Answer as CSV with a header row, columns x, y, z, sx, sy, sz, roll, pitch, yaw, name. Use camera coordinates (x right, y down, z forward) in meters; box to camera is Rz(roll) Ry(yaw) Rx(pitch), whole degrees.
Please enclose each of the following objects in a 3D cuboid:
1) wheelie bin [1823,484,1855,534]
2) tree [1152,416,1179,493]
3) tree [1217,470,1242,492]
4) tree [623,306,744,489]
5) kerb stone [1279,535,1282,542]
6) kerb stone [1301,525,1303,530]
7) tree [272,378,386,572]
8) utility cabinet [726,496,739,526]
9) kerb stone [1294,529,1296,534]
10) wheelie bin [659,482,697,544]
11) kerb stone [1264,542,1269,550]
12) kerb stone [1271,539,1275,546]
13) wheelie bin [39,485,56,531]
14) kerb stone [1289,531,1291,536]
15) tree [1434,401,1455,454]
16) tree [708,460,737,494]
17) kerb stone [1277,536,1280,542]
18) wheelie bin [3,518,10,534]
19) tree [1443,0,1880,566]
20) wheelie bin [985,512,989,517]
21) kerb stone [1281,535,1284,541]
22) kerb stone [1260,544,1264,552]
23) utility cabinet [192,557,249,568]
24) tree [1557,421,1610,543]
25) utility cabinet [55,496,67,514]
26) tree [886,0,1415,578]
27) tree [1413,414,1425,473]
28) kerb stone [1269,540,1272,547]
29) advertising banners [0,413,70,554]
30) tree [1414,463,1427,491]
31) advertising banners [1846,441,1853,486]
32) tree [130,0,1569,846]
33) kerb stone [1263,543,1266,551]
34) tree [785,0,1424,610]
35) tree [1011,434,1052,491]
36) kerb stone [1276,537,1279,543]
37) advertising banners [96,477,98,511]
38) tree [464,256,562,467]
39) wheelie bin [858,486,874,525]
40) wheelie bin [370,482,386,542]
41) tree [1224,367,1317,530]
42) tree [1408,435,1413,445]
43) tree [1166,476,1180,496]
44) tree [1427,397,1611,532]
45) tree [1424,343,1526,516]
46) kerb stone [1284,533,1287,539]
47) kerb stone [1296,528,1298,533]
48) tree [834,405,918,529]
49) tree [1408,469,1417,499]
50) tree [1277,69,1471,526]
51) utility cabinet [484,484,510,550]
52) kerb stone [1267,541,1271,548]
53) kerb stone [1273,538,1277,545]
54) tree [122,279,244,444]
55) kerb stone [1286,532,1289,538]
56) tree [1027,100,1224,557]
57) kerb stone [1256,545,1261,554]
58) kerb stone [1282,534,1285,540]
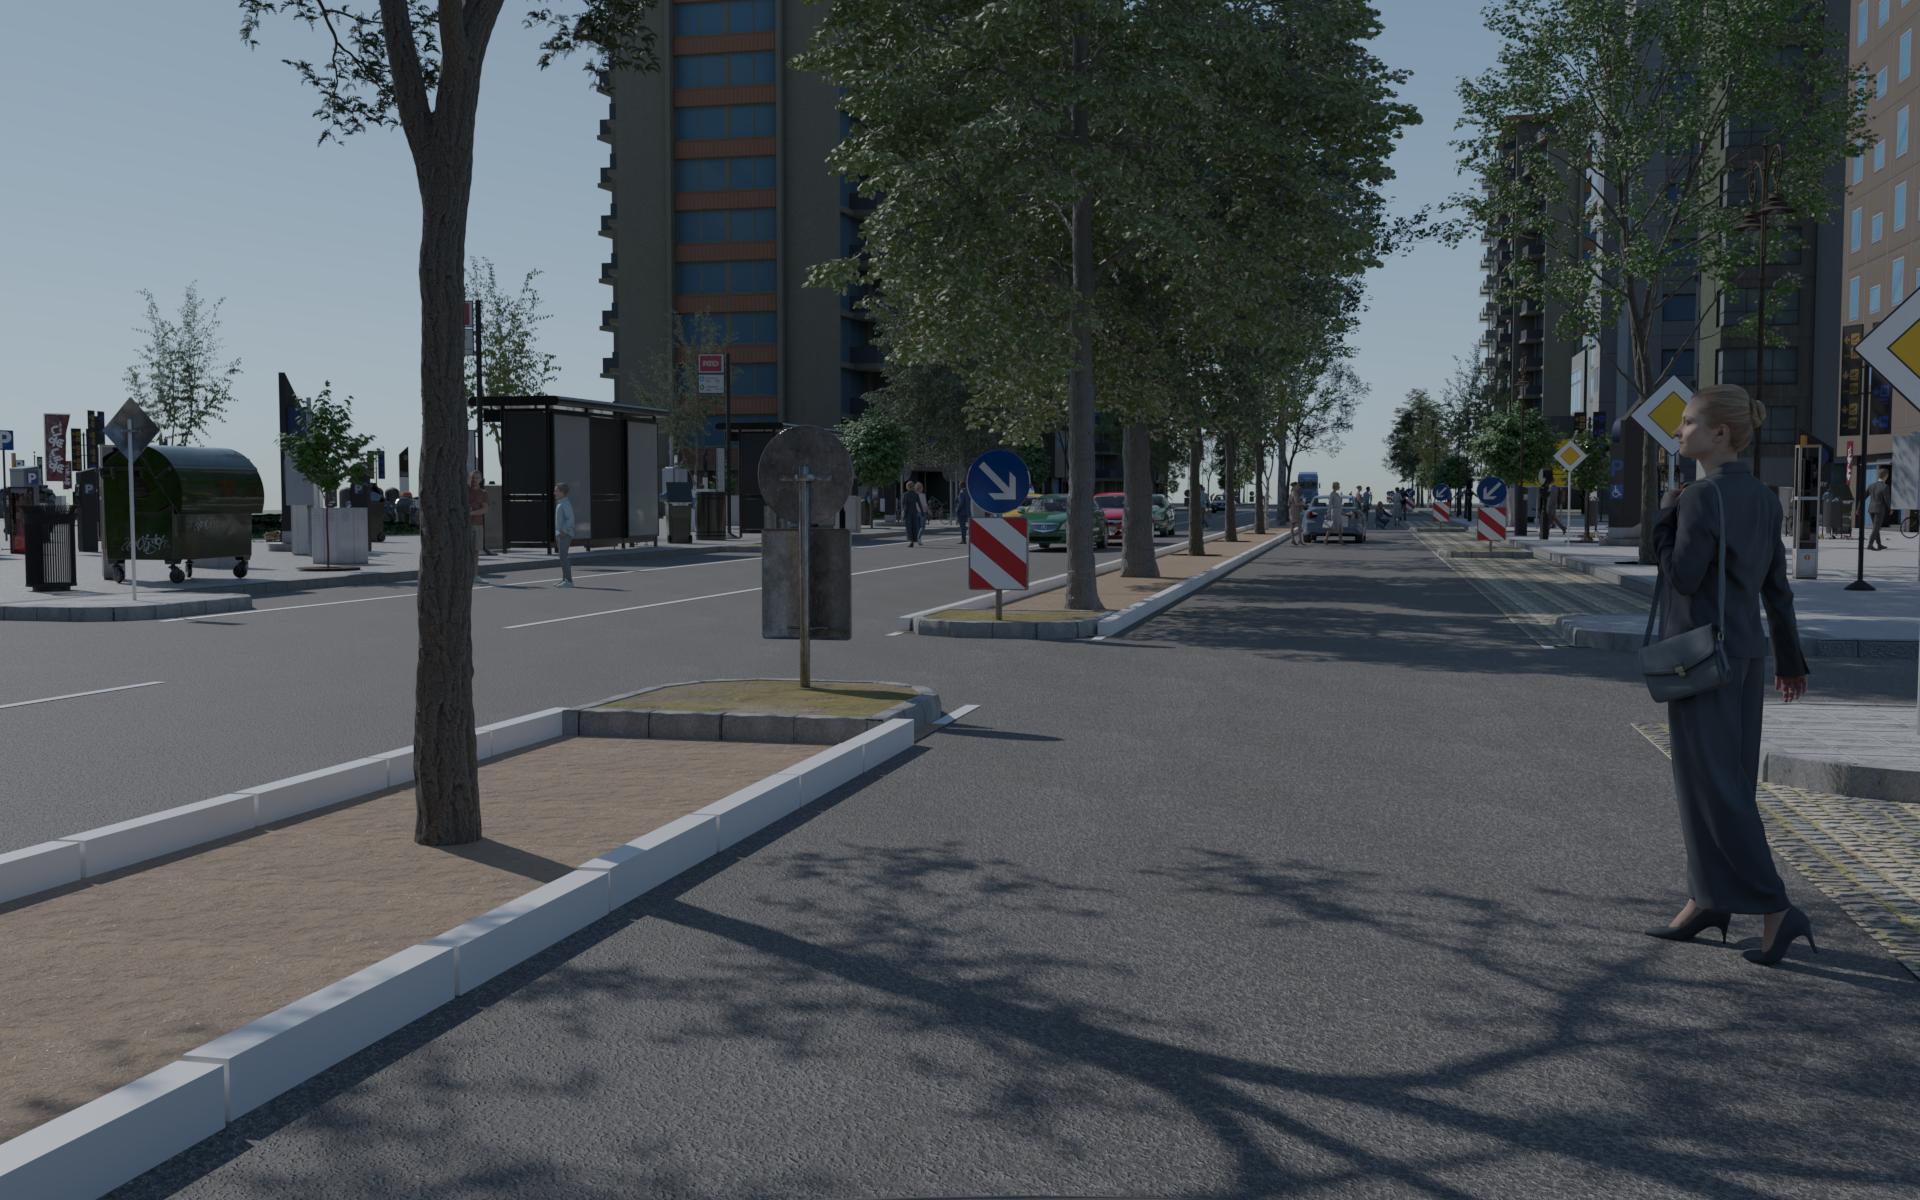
x,y,z,sx,sy,sz,roll,pitch,yaw,name
28.240,-2.926,55.751,0.980,1.594,0.693,0,4,-2,wheelie bin
17.642,-12.268,150.938,4.737,8.622,4.395,0,3,0,tree
33.460,-14.181,215.573,4.285,4.588,4.351,0,3,0,tree
-10.542,-7.146,67.194,4.360,8.622,3.978,0,3,0,tree
9.306,-1.748,50.878,0.120,0.150,1.000,1,4,13,kerb stone
13.058,-2.725,66.844,0.120,0.150,1.000,1,4,13,kerb stone
-10.495,-2.108,29.069,1.663,3.219,1.824,0,3,0,tree
-9.266,-3.606,70.126,1.020,1.237,0.306,0,4,1,utility cabinet
11.428,-2.297,59.848,0.120,0.150,1.000,1,4,13,kerb stone
-7.351,-2.271,45.036,0.980,1.594,0.693,-1,4,-18,wheelie bin
7.672,-1.328,43.906,0.120,0.150,1.000,1,4,13,kerb stone
8.372,-1.508,46.894,0.120,0.150,1.000,1,4,13,kerb stone
-31.148,-3.114,58.824,0.693,1.594,0.980,1,4,9,wheelie bin
10.709,-2.119,56.848,0.120,0.150,1.000,1,4,13,kerb stone
49.278,-16.327,185.080,7.486,12.596,7.792,0,3,0,tree
-12.903,-6.205,96.059,1.663,3.219,1.824,0,3,0,tree
9.066,-1.693,49.884,0.120,0.150,1.000,1,4,13,kerb stone
-30.157,-2.900,55.330,0.693,1.594,0.980,-1,4,-13,wheelie bin
12.389,-6.449,31.192,9.928,11.665,9.643,0,3,0,tree
1.399,-4.659,84.088,0.693,1.594,0.980,1,4,21,wheelie bin
9.541,-1.811,51.872,0.120,0.150,1.000,1,4,13,kerb stone
7.200,-1.206,41.911,0.120,0.150,1.000,1,4,13,kerb stone
-12.962,-1.166,30.224,1.020,1.237,0.306,1,4,13,utility cabinet
16.691,-3.131,45.795,1.663,3.219,1.824,0,3,0,tree
-38.244,-3.821,73.627,0.306,1.237,1.020,-1,4,-17,utility cabinet
3.070,-7.348,29.254,9.857,13.997,8.962,0,3,0,tree
30.072,-9.262,101.800,4.737,8.622,4.395,0,3,0,tree
8.127,-1.450,45.902,0.120,0.150,1.000,1,4,13,kerb stone
-20.189,-2.506,37.163,2.074,3.025,0.090,-3,4,-37,advertising banners
35.048,-8.468,122.164,4.285,4.588,4.351,0,3,0,tree
29.437,-3.777,57.939,0.090,3.025,2.074,0,4,7,advertising banners
-2.212,-4.258,6.483,8.767,10.594,7.601,1,4,13,tree
7.424,-1.266,42.909,0.120,0.150,1.000,1,4,13,kerb stone
1.516,-6.121,20.669,7.486,12.596,7.792,0,3,0,tree
3.170,-6.364,87.759,4.285,4.588,4.351,0,3,0,tree
8.835,-1.630,48.888,0.120,0.150,1.000,1,4,13,kerb stone
-46.041,-5.796,90.953,2.074,3.025,0.090,-1,4,-20,advertising banners
-14.109,-6.287,53.147,4.737,8.622,4.395,0,3,0,tree
-3.969,-3.866,71.124,0.980,1.594,0.693,2,4,34,wheelie bin
-15.856,-2.359,46.483,0.980,1.594,0.693,2,4,33,wheelie bin
12.123,-7.068,68.383,4.737,8.622,4.395,0,3,0,tree
40.898,-12.224,150.224,4.737,8.622,4.395,0,3,0,tree
19.347,-10.022,158.458,1.663,3.219,1.824,0,3,0,tree
18.896,-4.598,58.896,4.285,4.588,4.351,0,3,0,tree
25.430,-8.157,83.734,4.737,8.622,4.395,0,3,0,tree
10.005,-1.936,53.863,0.120,0.150,1.000,1,4,13,kerb stone
11.889,-2.425,61.846,0.120,0.150,1.000,1,4,13,kerb stone
-3.186,-4.901,63.839,4.285,4.588,4.351,0,3,0,tree
60.643,-17.107,230.057,4.360,8.622,3.978,0,3,0,tree
15.461,-13.327,76.244,12.611,20.169,13.585,0,3,0,tree
-10.711,-1.866,39.188,0.318,1.500,1.173,2,4,30,utility cabinet
7.903,-1.389,44.905,0.120,0.150,1.000,1,4,13,kerb stone
8.599,-1.572,47.891,0.120,0.150,1.000,1,4,13,kerb stone
-27.041,-6.704,59.965,4.360,8.622,3.978,0,3,0,tree
10.242,-1.998,54.858,0.120,0.150,1.000,1,4,13,kerb stone
5.369,-6.821,39.733,9.928,11.665,9.643,0,3,0,tree
6.962,-1.144,40.918,0.120,0.150,1.000,1,4,13,kerb stone
9.772,-1.876,52.867,0.120,0.150,1.000,1,4,13,kerb stone
